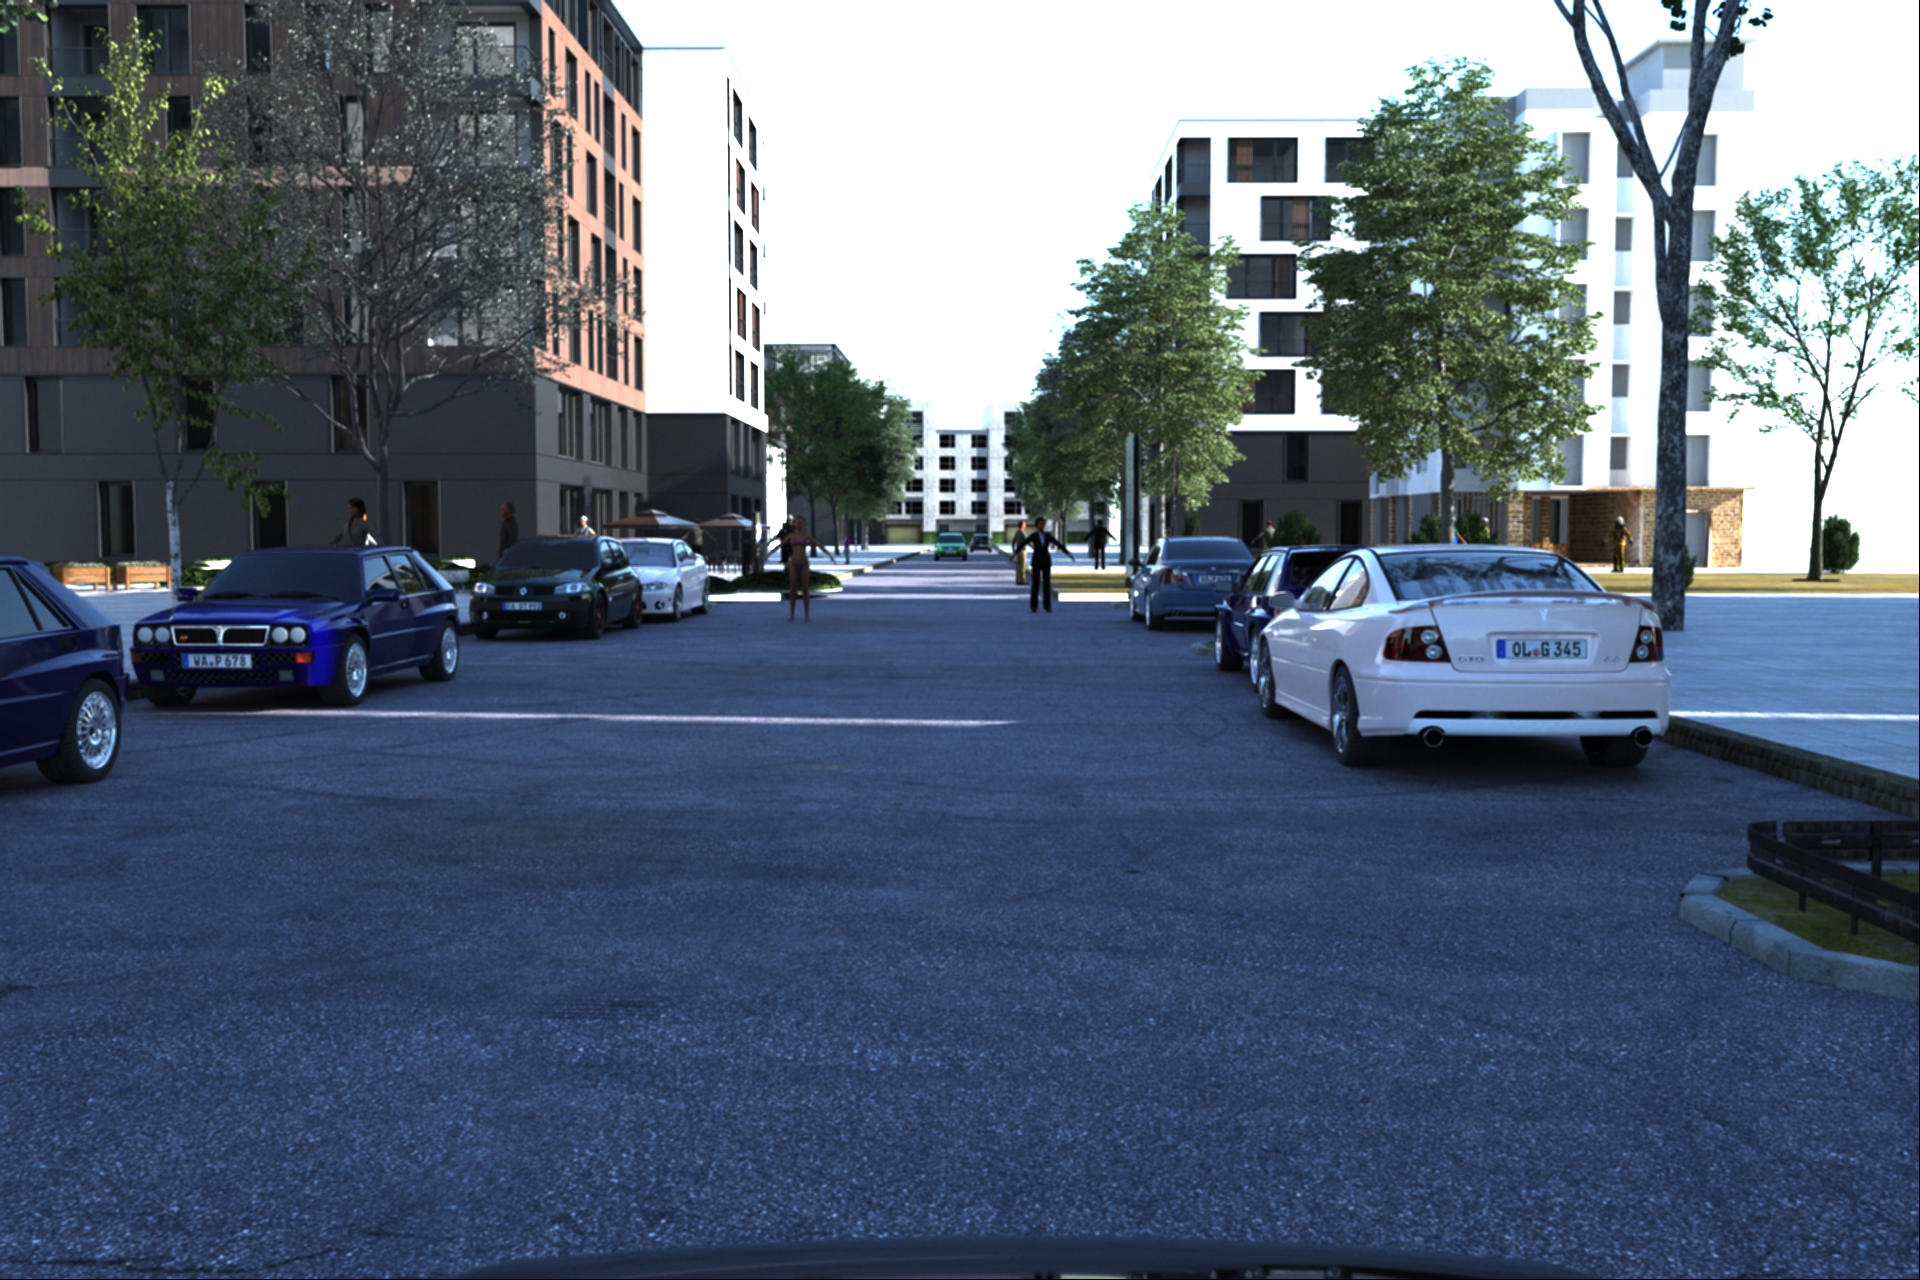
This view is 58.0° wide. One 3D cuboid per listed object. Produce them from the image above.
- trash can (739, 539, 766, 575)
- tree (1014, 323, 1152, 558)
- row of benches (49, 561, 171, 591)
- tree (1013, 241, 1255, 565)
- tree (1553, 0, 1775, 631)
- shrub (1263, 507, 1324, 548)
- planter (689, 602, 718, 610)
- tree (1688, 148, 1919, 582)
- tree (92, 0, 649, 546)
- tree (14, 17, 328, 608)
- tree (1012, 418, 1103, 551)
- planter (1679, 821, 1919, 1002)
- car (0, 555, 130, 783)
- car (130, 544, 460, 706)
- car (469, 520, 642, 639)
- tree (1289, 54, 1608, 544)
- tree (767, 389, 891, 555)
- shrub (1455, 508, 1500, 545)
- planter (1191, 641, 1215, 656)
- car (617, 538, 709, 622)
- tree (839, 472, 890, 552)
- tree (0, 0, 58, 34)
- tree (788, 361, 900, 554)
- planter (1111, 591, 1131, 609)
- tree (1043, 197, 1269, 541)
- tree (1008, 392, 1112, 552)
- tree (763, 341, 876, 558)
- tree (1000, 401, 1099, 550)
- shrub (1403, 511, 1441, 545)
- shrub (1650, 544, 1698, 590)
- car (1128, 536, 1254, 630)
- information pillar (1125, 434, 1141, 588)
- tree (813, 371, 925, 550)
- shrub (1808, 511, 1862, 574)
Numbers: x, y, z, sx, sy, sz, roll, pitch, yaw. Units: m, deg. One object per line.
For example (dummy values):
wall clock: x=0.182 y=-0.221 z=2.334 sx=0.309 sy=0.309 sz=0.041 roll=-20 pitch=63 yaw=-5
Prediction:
trash can: x=-5.755 y=-2.232 z=48.149 sx=0.748 sy=1.137 sz=0.748 roll=0 pitch=3 yaw=0
tree: x=6.610 y=-10.615 z=91.688 sx=7.486 sy=12.596 sz=7.792 roll=0 pitch=3 yaw=0
row of benches: x=-19.651 y=-1.429 z=38.827 sx=1.422 sy=0.672 sz=4.104 roll=3 pitch=4 yaw=36
tree: x=6.956 y=-9.887 z=72.018 sx=12.009 sy=13.543 sz=11.850 roll=0 pitch=3 yaw=0
tree: x=8.709 y=-10.268 z=23.774 sx=12.611 sy=20.169 sz=13.585 roll=0 pitch=3 yaw=0
shrub: x=9.765 y=-2.856 z=50.742 sx=1.661 sy=2.075 sz=1.752 roll=0 pitch=3 yaw=0
planter: x=-5.768 y=-0.767 z=33.679 sx=1.991 sy=0.319 sz=1.994 roll=0 pitch=4 yaw=1
tree: x=23.508 y=-7.407 z=46.863 sx=9.928 sy=11.665 sz=9.643 roll=0 pitch=3 yaw=0
tree: x=-12.022 y=-7.656 z=35.543 sx=12.009 sy=13.543 sz=11.850 roll=0 pitch=3 yaw=0
tree: x=-11.508 y=-4.582 z=25.282 sx=4.737 sy=8.622 sz=4.395 roll=0 pitch=3 yaw=0
tree: x=7.644 y=-12.647 z=132.529 sx=9.928 sy=11.665 sz=9.643 roll=0 pitch=3 yaw=0
planter: x=3.678 y=0.922 z=6.073 sx=1.991 sy=0.319 sz=1.994 roll=0 pitch=4 yaw=0
car: x=-5.842 y=0.237 z=8.714 sx=1.945 sy=1.354 sz=3.894 roll=0 pitch=4 yaw=0
car: x=-5.855 y=-0.187 z=15.637 sx=1.945 sy=1.354 sz=3.894 roll=0 pitch=4 yaw=1
car: x=-5.745 y=-0.925 z=24.913 sx=2.009 sy=1.686 sz=4.222 roll=0 pitch=4 yaw=1
tree: x=11.502 y=-7.584 z=42.119 sx=7.486 sy=12.596 sz=7.792 roll=0 pitch=3 yaw=0
tree: x=-7.614 y=-10.377 z=104.069 sx=7.601 sy=10.594 sz=8.767 roll=3 pitch=5 yaw=42
shrub: x=14.402 y=-2.720 z=48.884 sx=1.690 sy=2.028 sz=1.600 roll=0 pitch=3 yaw=0
planter: x=3.831 y=0.010 z=20.969 sx=1.991 sy=0.319 sz=1.994 roll=0 pitch=4 yaw=1
car: x=-5.475 y=-1.061 z=29.706 sx=2.083 sy=1.381 sz=4.827 roll=0 pitch=4 yaw=1
tree: x=-7.347 y=-10.599 z=123.653 sx=4.737 sy=8.622 sz=4.395 roll=0 pitch=3 yaw=0
tree: x=-11.755 y=-6.476 z=12.540 sx=9.857 sy=13.997 sz=8.962 roll=0 pitch=3 yaw=0
tree: x=-7.689 y=-12.007 z=114.439 sx=7.486 sy=12.596 sz=7.792 roll=0 pitch=3 yaw=0
planter: x=3.975 y=-0.782 z=33.932 sx=1.991 sy=0.319 sz=1.994 roll=0 pitch=4 yaw=0
tree: x=6.752 y=-8.645 z=59.469 sx=7.486 sy=12.596 sz=7.792 roll=0 pitch=3 yaw=0
tree: x=7.349 y=-12.070 z=123.107 sx=9.928 sy=11.665 sz=9.643 roll=0 pitch=3 yaw=0
tree: x=-8.168 y=-10.319 z=94.475 sx=9.928 sy=11.665 sz=9.643 roll=0 pitch=3 yaw=0
tree: x=7.850 y=-14.509 z=143.883 sx=9.857 sy=13.997 sz=8.962 roll=0 pitch=3 yaw=0
shrub: x=14.558 y=-2.999 z=53.449 sx=1.690 sy=2.028 sz=1.600 roll=0 pitch=3 yaw=0
shrub: x=16.171 y=-1.720 z=39.247 sx=1.383 sy=1.207 sz=1.383 roll=0 pitch=3 yaw=0
car: x=3.672 y=-0.921 z=27.063 sx=2.014 sy=1.417 sz=4.499 roll=0 pitch=4 yaw=1
information pillar: x=4.125 y=-3.060 z=41.347 sx=0.184 sy=3.620 sz=1.656 roll=0 pitch=4 yaw=0
tree: x=-7.593 y=-14.065 z=136.618 sx=9.857 sy=13.997 sz=8.962 roll=0 pitch=3 yaw=0
shrub: x=28.375 y=-3.164 z=56.153 sx=1.690 sy=2.028 sz=1.600 roll=0 pitch=3 yaw=0
